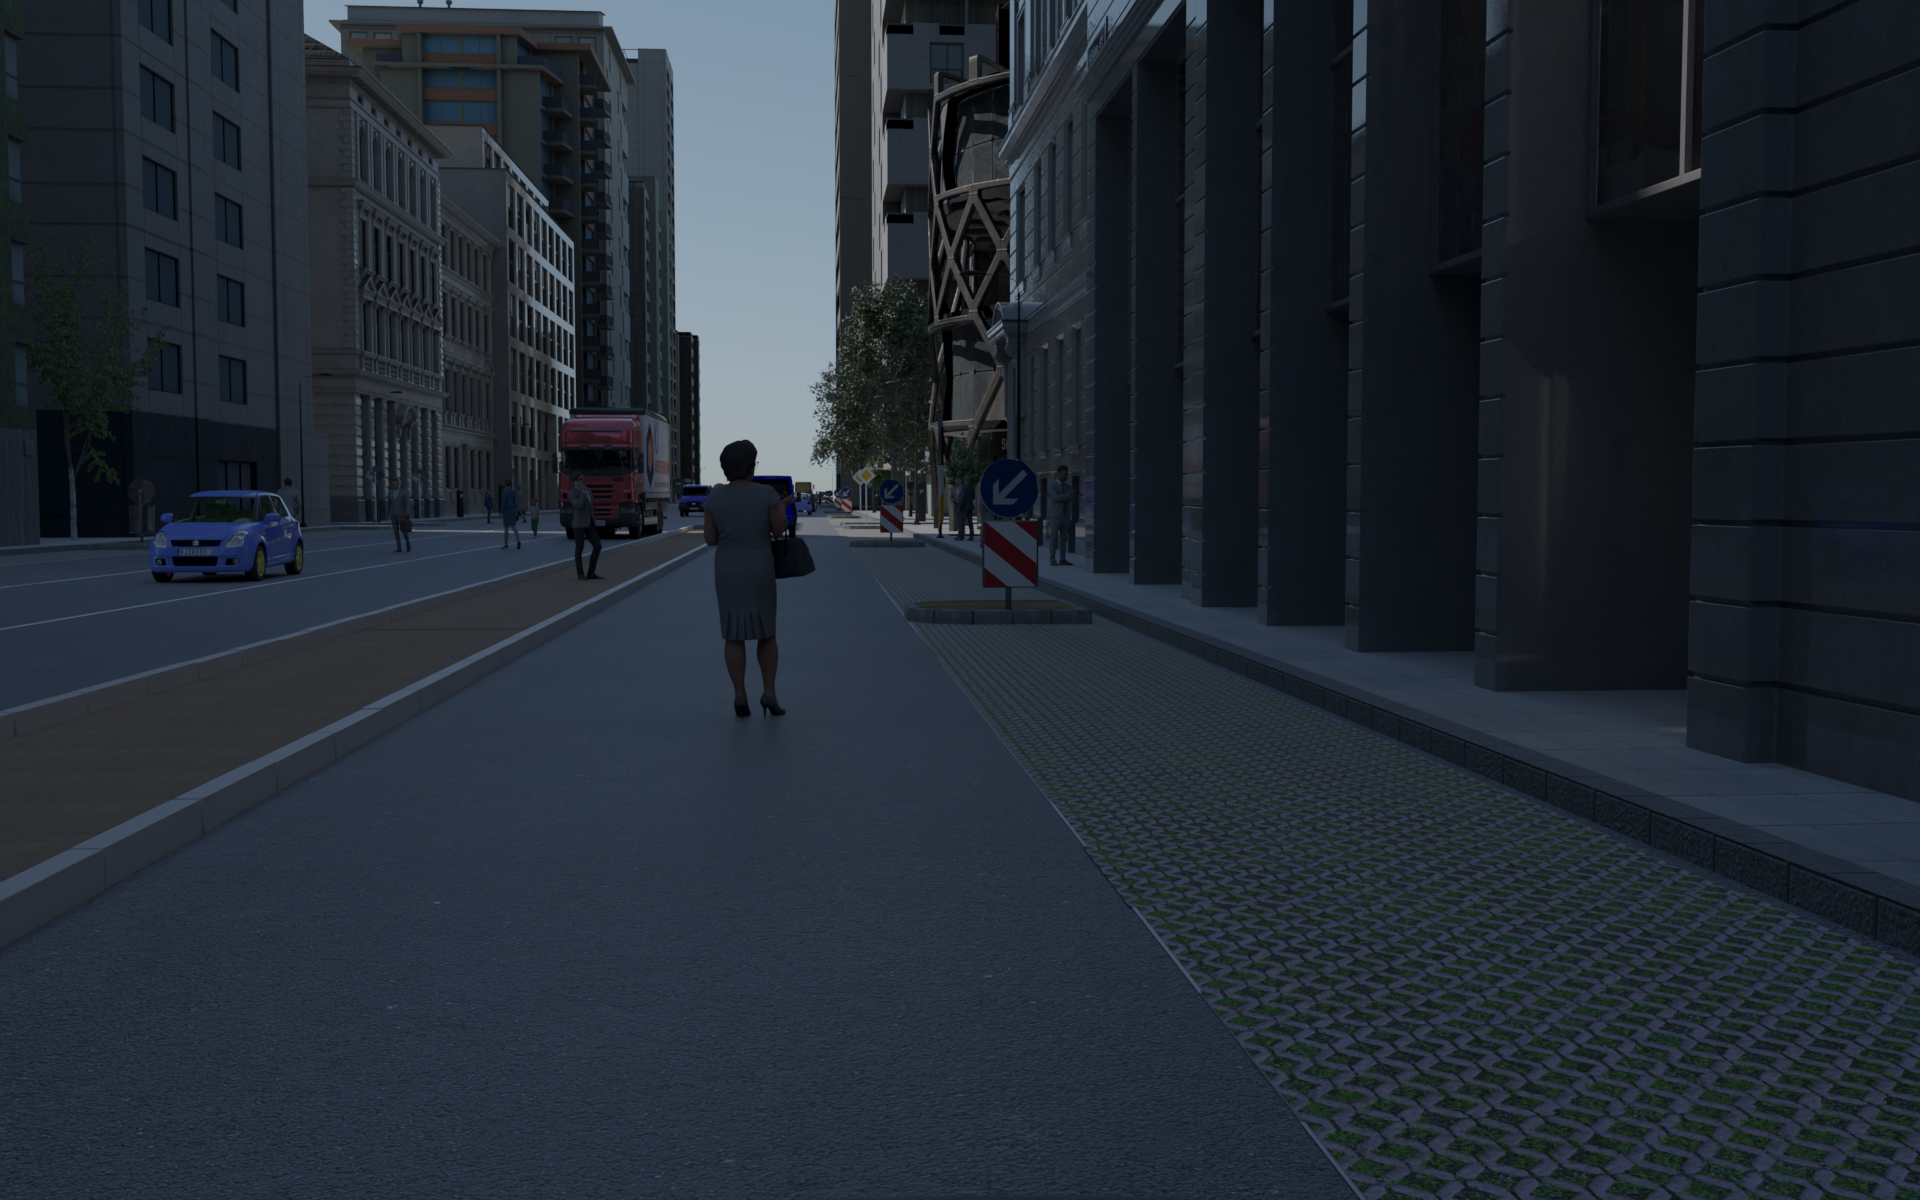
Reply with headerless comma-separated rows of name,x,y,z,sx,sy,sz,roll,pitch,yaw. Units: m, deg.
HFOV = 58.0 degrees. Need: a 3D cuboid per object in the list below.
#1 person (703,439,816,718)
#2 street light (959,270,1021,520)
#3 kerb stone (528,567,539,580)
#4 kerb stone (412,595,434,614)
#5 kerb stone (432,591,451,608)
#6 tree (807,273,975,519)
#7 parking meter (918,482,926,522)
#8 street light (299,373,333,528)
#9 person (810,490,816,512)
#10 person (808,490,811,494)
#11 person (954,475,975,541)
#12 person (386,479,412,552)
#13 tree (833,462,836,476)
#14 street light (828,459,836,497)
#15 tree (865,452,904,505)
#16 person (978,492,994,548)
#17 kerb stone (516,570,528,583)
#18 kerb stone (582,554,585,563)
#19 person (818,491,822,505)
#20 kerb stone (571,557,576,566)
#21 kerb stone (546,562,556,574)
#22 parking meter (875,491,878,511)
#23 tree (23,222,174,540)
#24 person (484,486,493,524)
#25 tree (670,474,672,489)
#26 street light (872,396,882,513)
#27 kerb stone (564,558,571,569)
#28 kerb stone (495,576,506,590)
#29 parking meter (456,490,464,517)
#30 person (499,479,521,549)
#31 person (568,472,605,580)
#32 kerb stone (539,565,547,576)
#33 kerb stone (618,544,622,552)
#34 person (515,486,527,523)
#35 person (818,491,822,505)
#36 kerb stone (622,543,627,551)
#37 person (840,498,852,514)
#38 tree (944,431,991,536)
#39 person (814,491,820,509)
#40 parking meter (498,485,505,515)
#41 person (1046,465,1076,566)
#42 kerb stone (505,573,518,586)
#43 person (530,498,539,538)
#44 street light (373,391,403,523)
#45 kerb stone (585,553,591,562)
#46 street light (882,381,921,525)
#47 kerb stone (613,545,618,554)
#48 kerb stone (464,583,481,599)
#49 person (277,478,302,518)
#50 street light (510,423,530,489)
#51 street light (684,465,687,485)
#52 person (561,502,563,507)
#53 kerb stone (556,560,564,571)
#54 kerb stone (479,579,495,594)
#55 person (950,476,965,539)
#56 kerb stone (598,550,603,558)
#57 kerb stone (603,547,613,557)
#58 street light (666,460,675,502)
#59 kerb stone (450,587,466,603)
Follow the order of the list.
person,-1.284,-0.144,11.209,0.716,1.782,0.532,0,4,4
street light,0.686,-3.889,36.132,1.470,5.913,1.316,0,4,-5
kerb stone,-7.254,-0.418,29.057,0.120,0.150,1.000,0,4,-5
kerb stone,-6.547,0.080,20.886,0.120,0.150,1.000,0,4,-5
kerb stone,-6.637,0.017,21.911,0.120,0.150,1.000,0,4,-5
tree,-3.511,-10.584,90.061,9.611,12.733,9.660,0,3,0
parking meter,-1.791,-4.585,80.683,0.399,1.863,0.255,0,4,4
street light,-24.713,-5.744,66.448,1.470,5.913,1.316,0,4,-5
person,-11.769,-7.833,136.972,0.834,1.777,0.661,-2,4,-35
person,-15.185,-10.241,175.944,0.705,1.823,1.348,3,5,40
person,0.116,-2.536,47.676,0.590,1.801,0.661,3,4,37
person,-13.877,-2.091,42.816,0.709,1.813,0.853,0,4,1
tree,-15.776,-17.594,238.021,4.360,8.622,3.978,0,3,0
street light,-17.305,-16.509,242.463,1.470,5.913,1.316,0,4,-5
tree,-5.737,-8.855,128.499,4.285,4.588,4.351,0,3,0
person,0.628,-2.131,40.979,0.391,1.810,0.635,-1,4,-21
kerb stone,-7.167,-0.356,28.024,0.120,0.150,1.000,0,4,-5
kerb stone,-7.797,-0.794,35.173,0.120,0.150,1.000,0,4,-5
person,-18.096,-13.226,224.612,0.709,1.838,0.599,2,4,26
kerb stone,-7.704,-0.724,34.151,0.120,0.150,1.000,0,4,-5
kerb stone,-7.434,-0.544,31.093,0.120,0.150,1.000,0,4,-5
parking meter,-6.387,-7.517,131.309,0.372,1.533,0.369,0,3,0
tree,-24.405,-5.968,47.933,4.737,8.622,4.395,0,3,0
person,-22.823,-4.601,83.905,0.419,1.800,0.721,0,4,-7
tree,-39.567,-15.023,229.342,4.285,4.588,4.351,0,3,0
street light,-3.360,-6.714,82.317,1.470,5.913,1.316,0,4,-5
kerb stone,-7.619,-0.664,33.130,0.120,0.150,1.000,0,4,-5
kerb stone,-6.996,-0.225,25.987,0.120,0.150,1.000,0,4,-5
parking meter,-27.605,-5.336,95.648,0.372,1.533,0.369,0,3,0
person,-11.691,-2.229,44.971,0.654,1.822,0.581,3,5,44
person,-6.222,-1.231,28.805,0.473,1.802,0.592,3,5,44
kerb stone,-7.345,-0.482,30.075,0.120,0.150,1.000,0,4,-5
kerb stone,-8.426,-1.231,42.323,0.120,0.150,1.000,0,4,-5
person,-21.770,-4.697,85.398,0.767,1.812,0.694,1,4,13
person,-18.032,-13.057,222.071,0.705,1.812,1.348,-3,5,-41
kerb stone,-8.517,-1.293,43.343,0.120,0.150,1.000,0,4,-5
person,-7.991,-6.594,121.815,1.012,1.151,0.738,-3,4,-37
tree,0.056,-3.594,53.355,1.663,3.219,1.824,0,3,0
person,-13.650,-9.497,164.715,0.756,1.711,0.436,0,4,-4
parking meter,-28.482,-6.239,107.726,0.255,1.863,0.399,3,4,36
person,1.840,-1.516,31.017,0.466,1.800,0.511,3,5,40
kerb stone,-7.084,-0.292,27.005,0.120,0.150,1.000,0,4,-5
person,-13.778,-2.655,56.158,0.306,1.304,0.590,0,4,-2
street light,-25.753,-6.449,77.977,1.470,5.913,1.316,0,4,-5
kerb stone,-7.893,-0.850,36.192,0.120,0.150,1.000,0,4,-5
street light,-2.339,-6.058,71.589,1.470,5.913,1.316,0,4,-5
kerb stone,-8.334,-1.168,41.296,0.120,0.150,1.000,0,4,-5
kerb stone,-6.814,-0.107,23.948,0.120,0.150,1.000,0,4,-5
person,-16.853,-2.146,43.437,0.661,1.843,0.795,-1,4,-22
street light,-28.841,-8.617,113.428,1.470,5.913,1.316,0,4,-5
street light,-42.819,-18.364,272.788,1.470,5.913,1.316,0,4,-5
person,-18.626,-4.472,81.849,0.478,1.798,0.641,0,4,-2
kerb stone,-7.526,-0.605,32.111,0.120,0.150,1.000,0,4,-5
kerb stone,-6.898,-0.170,24.969,0.120,0.150,1.000,0,4,-5
person,-0.059,-2.648,49.531,0.606,1.804,0.583,1,4,22
kerb stone,-8.065,-0.981,38.228,0.120,0.150,1.000,0,4,-5
kerb stone,-8.242,-1.101,40.278,0.120,0.150,1.000,0,4,-5
street light,-39.723,-16.196,237.338,1.470,5.913,1.316,0,4,-5
kerb stone,-6.729,-0.040,22.930,0.120,0.150,1.000,0,4,-5
